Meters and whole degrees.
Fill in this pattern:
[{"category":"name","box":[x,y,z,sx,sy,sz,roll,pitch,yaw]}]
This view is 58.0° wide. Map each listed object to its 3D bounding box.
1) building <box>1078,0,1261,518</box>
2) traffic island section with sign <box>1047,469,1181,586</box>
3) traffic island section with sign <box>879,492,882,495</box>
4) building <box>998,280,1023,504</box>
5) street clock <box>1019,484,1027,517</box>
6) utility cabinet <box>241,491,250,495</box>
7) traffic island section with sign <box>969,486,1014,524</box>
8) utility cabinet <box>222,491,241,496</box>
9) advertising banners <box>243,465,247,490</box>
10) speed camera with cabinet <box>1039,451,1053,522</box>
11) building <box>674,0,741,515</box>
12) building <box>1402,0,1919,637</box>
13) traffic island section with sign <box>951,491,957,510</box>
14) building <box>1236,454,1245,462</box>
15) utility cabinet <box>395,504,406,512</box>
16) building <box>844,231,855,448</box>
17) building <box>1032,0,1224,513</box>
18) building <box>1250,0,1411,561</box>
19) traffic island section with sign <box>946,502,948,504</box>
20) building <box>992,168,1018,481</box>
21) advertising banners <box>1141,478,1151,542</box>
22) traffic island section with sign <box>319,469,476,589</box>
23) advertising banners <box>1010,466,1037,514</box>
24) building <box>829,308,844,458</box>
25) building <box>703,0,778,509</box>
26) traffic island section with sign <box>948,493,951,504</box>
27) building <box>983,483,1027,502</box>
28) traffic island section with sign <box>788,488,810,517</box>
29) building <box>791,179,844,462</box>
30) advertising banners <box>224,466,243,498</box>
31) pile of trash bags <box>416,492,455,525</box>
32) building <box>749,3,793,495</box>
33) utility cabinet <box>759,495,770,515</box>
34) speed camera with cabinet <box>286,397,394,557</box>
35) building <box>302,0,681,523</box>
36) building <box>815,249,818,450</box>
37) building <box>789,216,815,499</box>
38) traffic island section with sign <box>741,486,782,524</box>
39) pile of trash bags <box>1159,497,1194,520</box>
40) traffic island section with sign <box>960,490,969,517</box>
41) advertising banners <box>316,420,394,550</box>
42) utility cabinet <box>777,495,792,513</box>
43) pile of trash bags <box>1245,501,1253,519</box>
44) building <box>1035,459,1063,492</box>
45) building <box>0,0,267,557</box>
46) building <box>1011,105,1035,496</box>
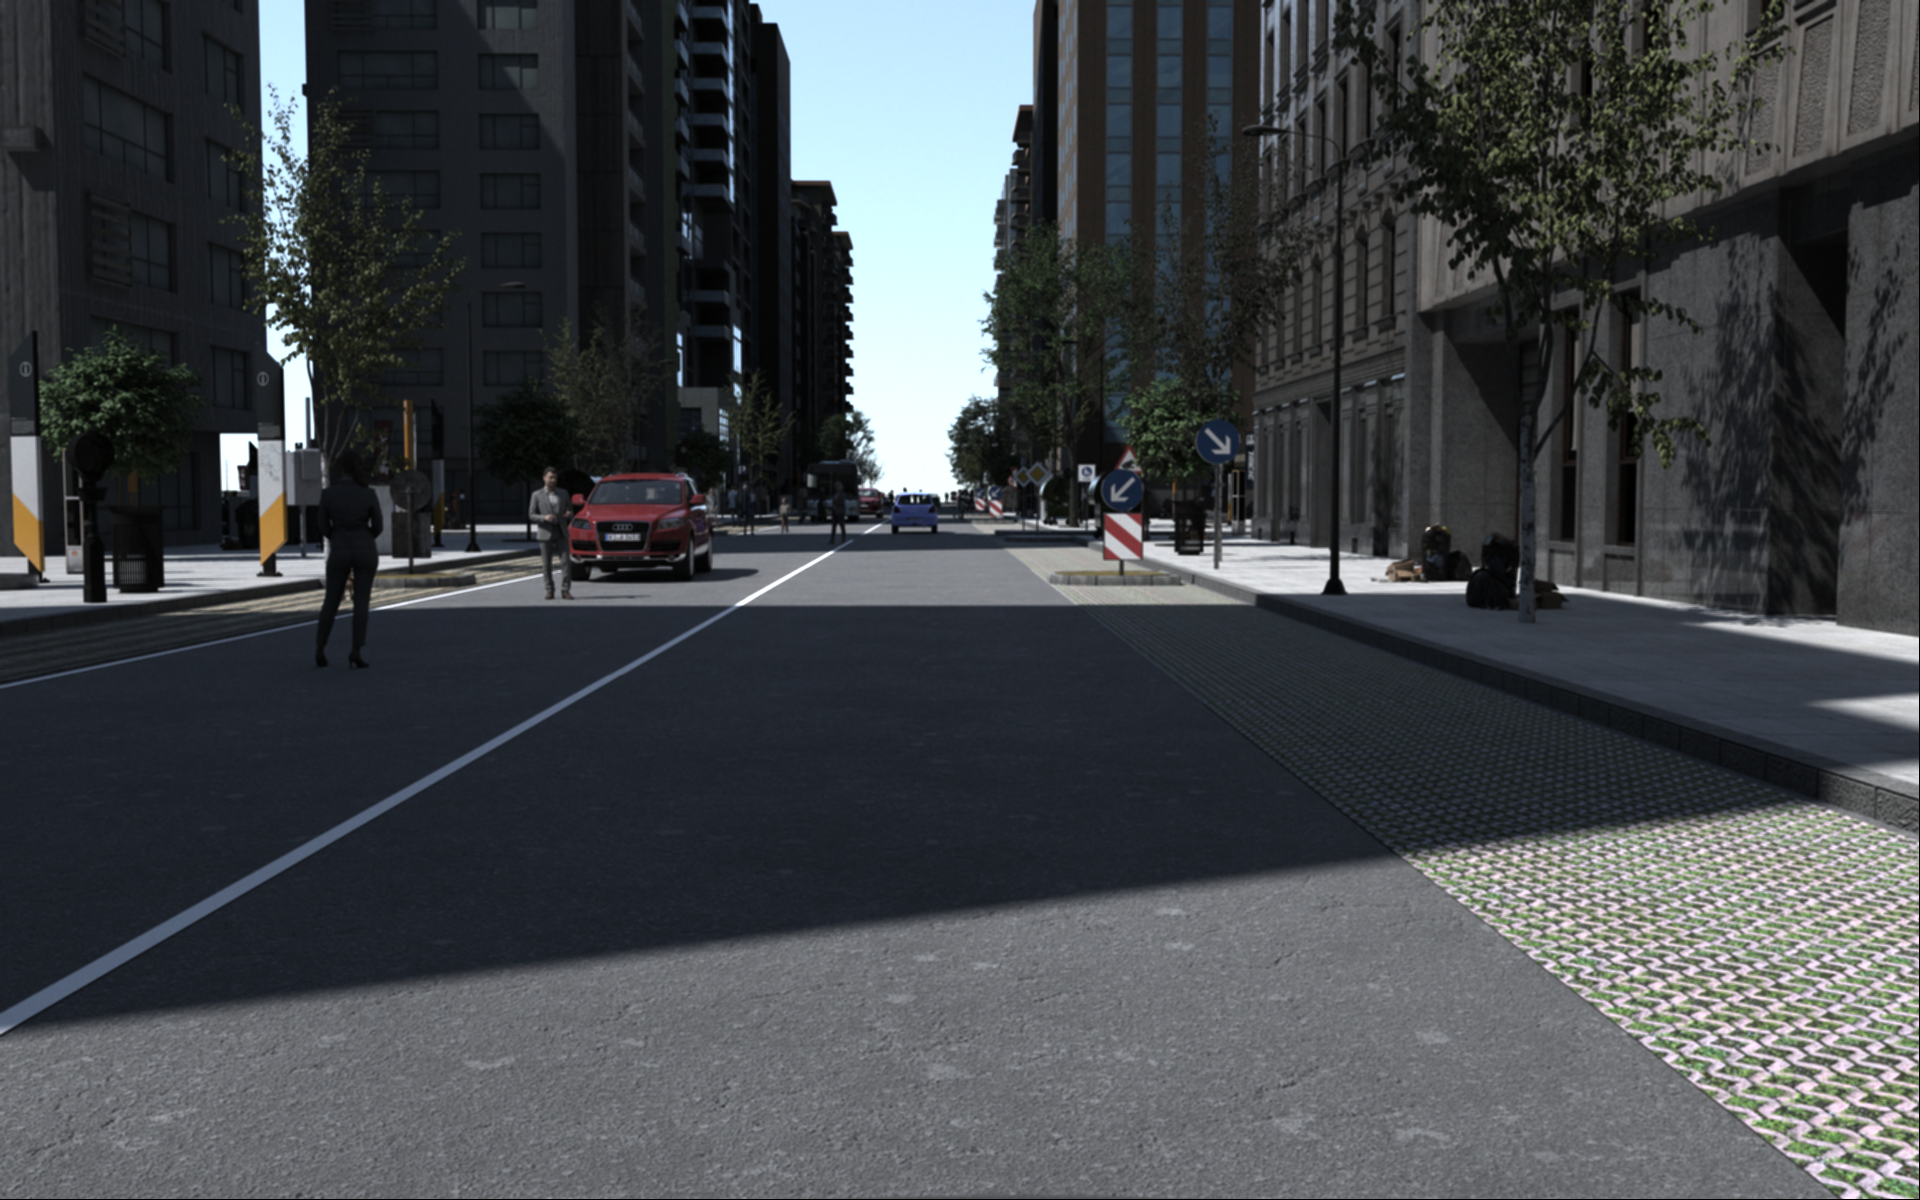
[{"category":"building","box":[12.872,-27.318,96.766,14.600,45.320,14.200,0,4,-1]},{"category":"traffic island section with sign","box":[2.418,-1.172,27.794,1.989,1.847,2.006,0,4,-1]},{"category":"traffic island section with sign","box":[-12.398,-15.977,269.854,1.989,1.847,2.006,0,4,-1]},{"category":"building","box":[12.021,-28.175,232.358,14.160,30.474,14.107,0,4,-1]},{"category":"street clock","box":[3.548,-5.713,97.976,0.358,2.002,0.471,3,5,42]},{"category":"utility cabinet","box":[-47.660,-6.512,115.153,0.318,1.500,1.173,1,4,20]},{"category":"traffic island section with sign","box":[1.571,-4.543,82.904,1.989,1.847,2.006,0,4,-1]},{"category":"utility cabinet","box":[-47.668,-6.365,112.742,0.318,1.500,1.173,3,5,44]},{"category":"advertising banners","box":[-42.893,-6.684,105.477,2.074,3.025,0.090,-1,4,-16]},{"category":"speed camera with cabinet","box":[4.007,-5.244,80.071,0.660,3.252,2.038,0,4,4]},{"category":"building","box":[-26.006,-49.226,117.523,22.319,86.520,31.000,0,4,-1]},{"category":"building","box":[14.122,-12.393,20.650,12.078,24.808,19.932,0,4,-1]},{"category":"traffic island section with sign","box":[0.391,-9.266,160.127,1.989,1.847,2.006,0,4,-1]},{"category":"building","box":[26.689,-25.553,72.409,28.867,44.769,22.147,0,4,-1]},{"category":"utility cabinet","box":[-22.652,-3.587,69.808,1.020,1.237,0.306,0,4,3]},{"category":"building","box":[-28.451,-38.214,279.426,22.147,44.769,28.867,0,4,-1]},{"category":"building","box":[13.434,-30.350,146.325,14.600,45.320,14.200,0,4,-1]},{"category":"building","box":[13.098,-11.661,39.816,9.793,20.994,18.267,0,4,-1]},{"category":"traffic island section with sign","box":[-0.856,-14.304,242.494,1.989,1.847,2.006,0,4,-1]},{"category":"building","box":[16.217,-38.839,254.622,23.786,49.044,30.456,0,4,-1]},{"category":"advertising banners","box":[5.009,-3.099,46.862,0.090,3.025,2.074,1,4,13]},{"category":"traffic island section with sign","box":[-8.693,-1.126,27.044,1.989,1.847,2.006,0,4,-1]},{"category":"advertising banners","box":[4.201,-6.942,109.697,2.074,3.025,0.090,0,4,6]},{"category":"building","box":[-24.637,-29.766,258.368,14.160,30.474,14.107,0,4,-1]},{"category":"building","box":[-26.032,-43.205,144.661,20.563,71.187,20.611,0,4,-1]},{"category":"traffic island section with sign","box":[-0.021,-10.939,187.477,1.989,1.847,2.006,0,4,-1]},{"category":"building","box":[19.889,-36.139,282.751,32.217,40.220,23.993,0,4,-1]},{"category":"traffic island section with sign","box":[-9.973,-6.211,110.171,1.989,1.847,2.006,0,4,-1]},{"category":"building","box":[-27.994,-35.533,235.584,22.147,44.769,28.867,0,4,-1]},{"category":"advertising banners","box":[-27.771,-4.152,64.067,2.074,3.025,0.090,-1,4,-19]},{"category":"pile of trash bags","box":[-22.392,-3.828,72.337,3.447,1.369,1.912,-2,4,-34]},{"category":"building","box":[-23.342,-31.368,162.979,14.600,45.320,14.200,0,4,-1]},{"category":"utility cabinet","box":[-12.247,-5.946,108.372,0.306,1.237,1.020,-2,4,-32]},{"category":"speed camera with cabinet","box":[-12.865,-2.545,35.941,2.038,3.252,0.660,-3,4,-38]},{"category":"building","box":[-21.194,-24.291,80.751,14.154,41.232,14.086,0,4,-1]},{"category":"building","box":[-23.335,-25.738,192.517,14.160,30.474,14.107,0,4,-1]},{"category":"building","box":[-22.815,-24.877,178.442,14.160,30.474,14.107,0,4,-1]},{"category":"traffic island section with sign","box":[-9.551,-4.562,83.219,1.989,1.847,2.006,0,4,-1]},{"category":"pile of trash bags","box":[11.644,-4.728,87.049,3.447,1.369,1.912,3,4,36]},{"category":"traffic island section with sign","box":[1.146,-6.220,110.330,1.989,1.847,2.006,0,4,-1]},{"category":"advertising banners","box":[-14.055,-2.700,40.328,0.090,3.025,2.074,3,4,37]},{"category":"utility cabinet","box":[-12.055,-6.612,119.273,1.020,1.237,0.306,-2,4,-30]},{"category":"pile of trash bags","box":[14.658,-4.854,89.113,1.912,1.369,3.447,-2,4,-26]},{"category":"building","box":[16.175,-41.782,121.387,20.563,71.187,20.611,0,4,-1]},{"category":"building","box":[-25.171,-21.841,40.700,14.086,41.232,14.154,0,4,-1]},{"category":"building","box":[17.001,-32.947,193.306,22.147,44.769,28.867,0,4,-1]}]
